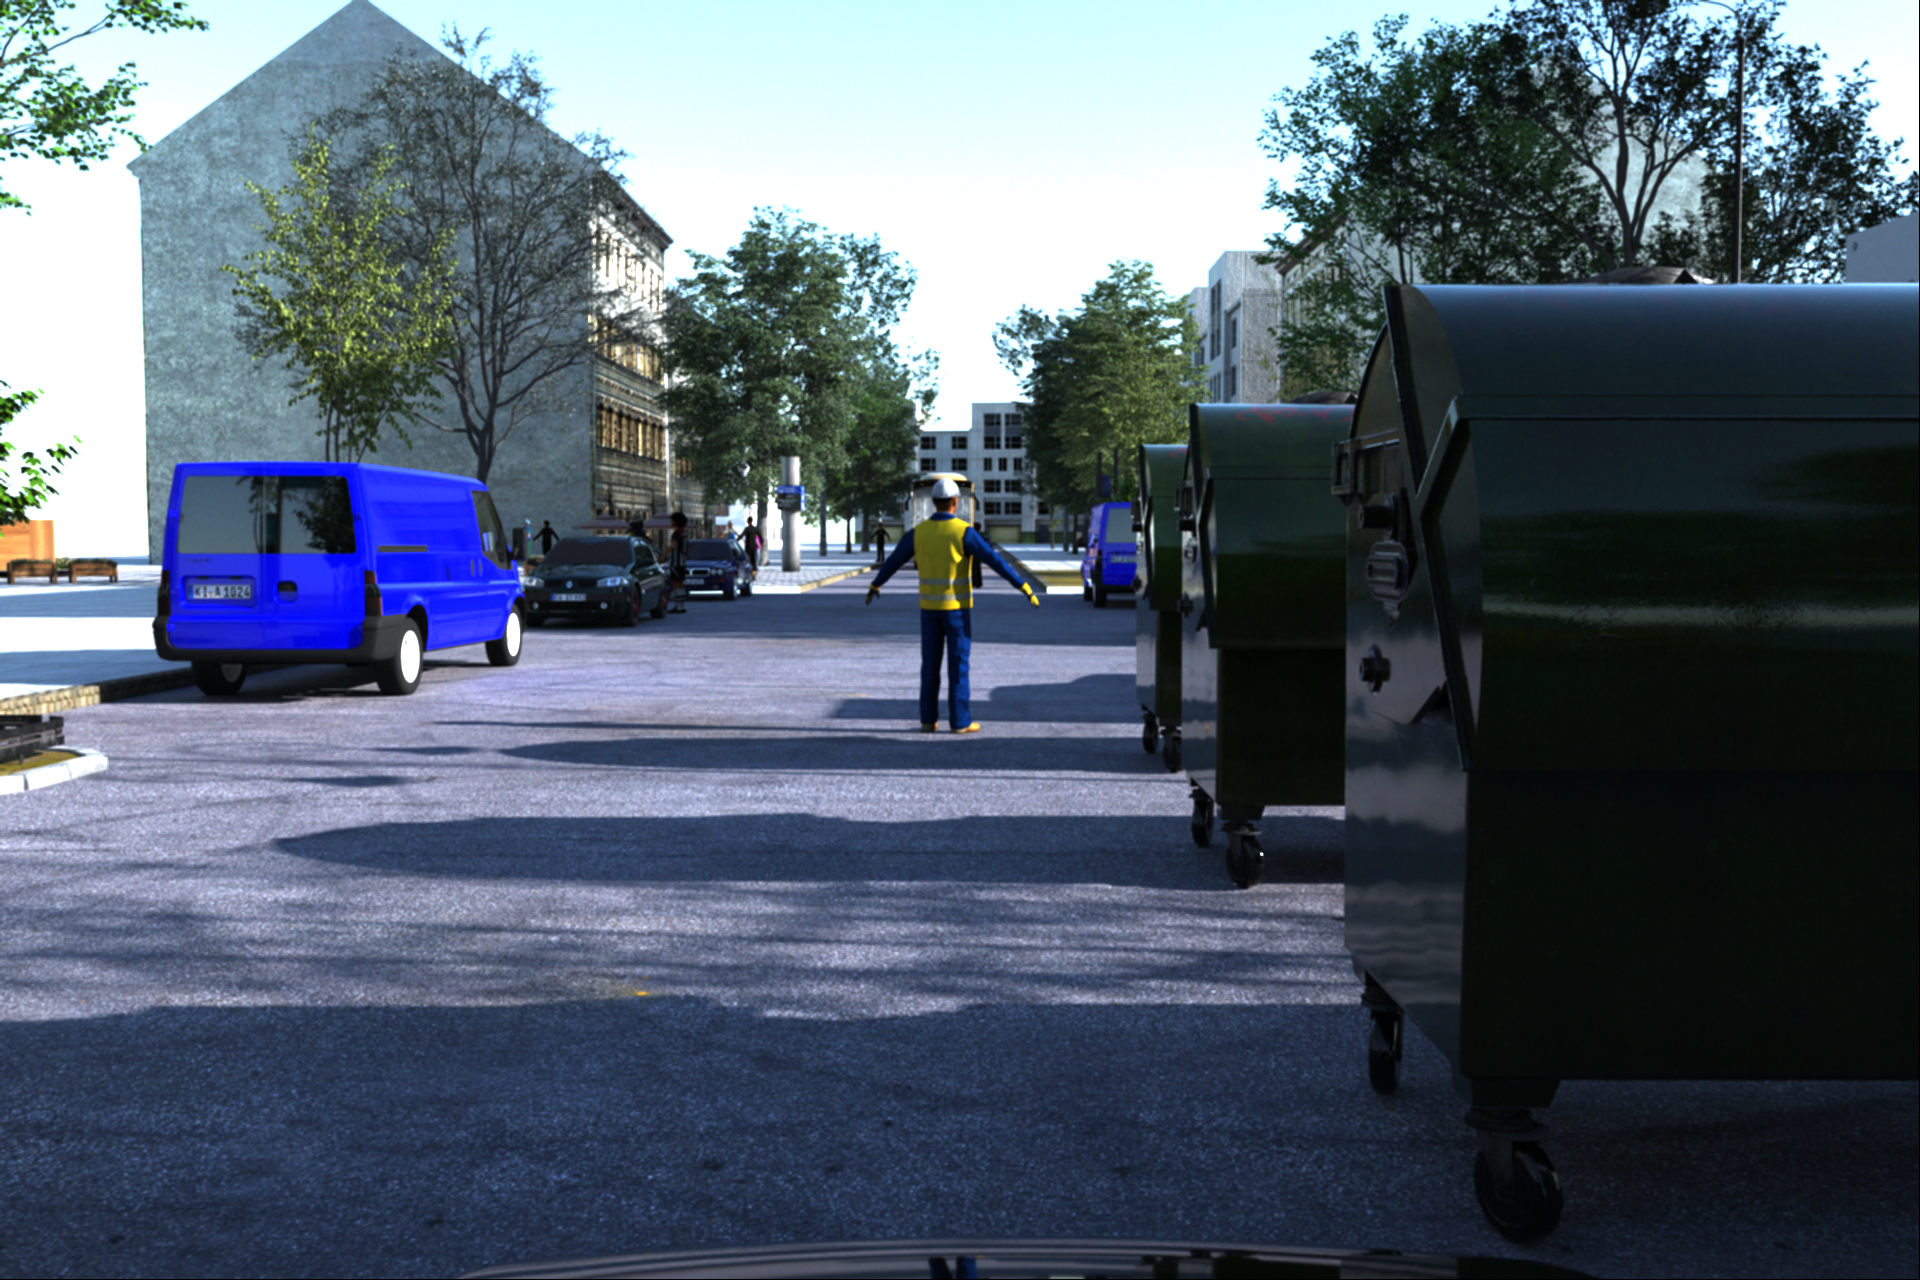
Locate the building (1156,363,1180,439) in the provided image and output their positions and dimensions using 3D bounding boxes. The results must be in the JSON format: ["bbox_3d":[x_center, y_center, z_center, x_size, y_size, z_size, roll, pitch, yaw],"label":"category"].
[{"bbox_3d":[25.538,-20.231,187.200,16.016,20.090,11.380,0,4,1],"label":"building"}]

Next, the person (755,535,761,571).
[{"bbox_3d":[-7.024,-3.134,60.509,0.599,1.433,0.991,-1,4,-8],"label":"person"}]

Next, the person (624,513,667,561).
[{"bbox_3d":[-6.471,-1.628,34.847,1.354,1.856,0.705,2,4,32],"label":"person"}]

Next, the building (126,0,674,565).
[{"bbox_3d":[-24.434,-15.250,80.260,19.493,23.208,18.063,0,3,0],"label":"building"}]

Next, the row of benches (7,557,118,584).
[{"bbox_3d":[-23.888,-1.791,44.754,4.104,0.672,1.422,-3,4,-37],"label":"row of benches"}]

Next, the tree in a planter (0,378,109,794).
[{"bbox_3d":[-6.190,-0.781,9.993,1.991,3.239,1.994,0,4,1],"label":"tree in a planter"}]

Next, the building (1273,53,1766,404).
[{"bbox_3d":[27.202,-15.752,88.474,19.493,23.208,18.063,0,4,1],"label":"building"}]

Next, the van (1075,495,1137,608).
[{"bbox_3d":[3.559,-1.899,35.430,2.240,2.365,5.245,0,4,0],"label":"van"}]

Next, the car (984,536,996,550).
[{"bbox_3d":[0.905,-4.790,90.899,1.945,1.354,3.894,0,4,0],"label":"car"}]

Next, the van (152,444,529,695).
[{"bbox_3d":[-5.785,-0.775,17.055,2.240,2.365,5.245,0,4,1],"label":"van"}]

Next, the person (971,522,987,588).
[{"bbox_3d":[0.364,-2.239,45.786,0.721,1.740,1.216,3,4,38],"label":"person"}]

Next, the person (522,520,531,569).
[{"bbox_3d":[-15.976,-3.522,63.708,0.704,1.817,1.347,-1,4,-20],"label":"person"}]

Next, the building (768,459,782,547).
[{"bbox_3d":[-23.985,-15.260,191.641,9.099,9.664,28.070,0,3,0],"label":"building"}]

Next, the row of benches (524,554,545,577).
[{"bbox_3d":[-14.200,-2.267,52.524,4.104,0.672,1.422,0,4,-6],"label":"row of benches"}]

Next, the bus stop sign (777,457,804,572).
[{"bbox_3d":[-5.776,-4.286,59.092,0.837,3.901,0.837,0,4,2],"label":"bus stop sign"}]

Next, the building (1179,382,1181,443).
[{"bbox_3d":[26.933,-19.240,170.998,16.016,20.090,11.380,0,4,1],"label":"building"}]

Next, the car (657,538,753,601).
[{"bbox_3d":[-5.669,-1.589,38.558,1.945,1.354,3.894,0,4,1],"label":"car"}]

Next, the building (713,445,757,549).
[{"bbox_3d":[-22.827,-13.494,162.776,9.099,9.664,28.070,0,3,0],"label":"building"}]

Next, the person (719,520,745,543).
[{"bbox_3d":[-9.429,-4.004,71.322,1.347,1.847,0.705,-3,5,-41],"label":"person"}]

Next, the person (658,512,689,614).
[{"bbox_3d":[-5.129,-1.391,31.344,0.704,1.843,1.345,1,4,9],"label":"person"}]

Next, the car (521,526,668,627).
[{"bbox_3d":[-5.858,-1.115,28.013,2.009,1.686,4.222,0,4,0],"label":"car"}]

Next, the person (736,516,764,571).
[{"bbox_3d":[-6.198,-2.739,51.014,0.704,1.802,1.346,2,4,35],"label":"person"}]

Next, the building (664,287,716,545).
[{"bbox_3d":[-27.603,-17.658,119.638,19.493,23.208,18.063,0,4,0],"label":"building"}]

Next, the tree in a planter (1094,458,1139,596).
[{"bbox_3d":[3.966,-2.660,40.710,1.991,3.239,1.994,0,3,0],"label":"tree in a planter"}]

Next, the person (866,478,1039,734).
[{"bbox_3d":[-0.095,-0.251,12.536,1.349,1.833,0.705,1,4,21],"label":"person"}]

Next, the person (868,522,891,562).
[{"bbox_3d":[-3.683,-4.521,79.860,1.347,1.837,0.705,3,4,36],"label":"person"}]

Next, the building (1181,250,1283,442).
[{"bbox_3d":[24.983,-15.293,116.506,16.747,18.905,31.486,0,4,1],"label":"building"}]

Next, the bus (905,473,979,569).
[{"bbox_3d":[-0.657,-5.012,73.497,2.896,3.916,12.252,0,4,0],"label":"bus"}]

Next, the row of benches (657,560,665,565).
[{"bbox_3d":[-9.437,-2.001,48.187,4.104,0.672,1.422,1,4,18],"label":"row of benches"}]

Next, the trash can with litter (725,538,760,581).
[{"bbox_3d":[-6.036,-2.218,47.644,1.055,1.170,0.624,0,4,1],"label":"trash can with litter"}]

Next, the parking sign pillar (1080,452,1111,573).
[{"bbox_3d":[4.724,-4.219,57.457,1.447,3.967,1.447,0,4,1],"label":"parking sign pillar"}]

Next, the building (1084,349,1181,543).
[{"bbox_3d":[28.671,-22.204,207.014,27.936,21.610,32.646,0,4,1],"label":"building"}]

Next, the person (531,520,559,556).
[{"bbox_3d":[-15.918,-3.698,66.641,0.705,1.806,1.347,3,5,40],"label":"person"}]
